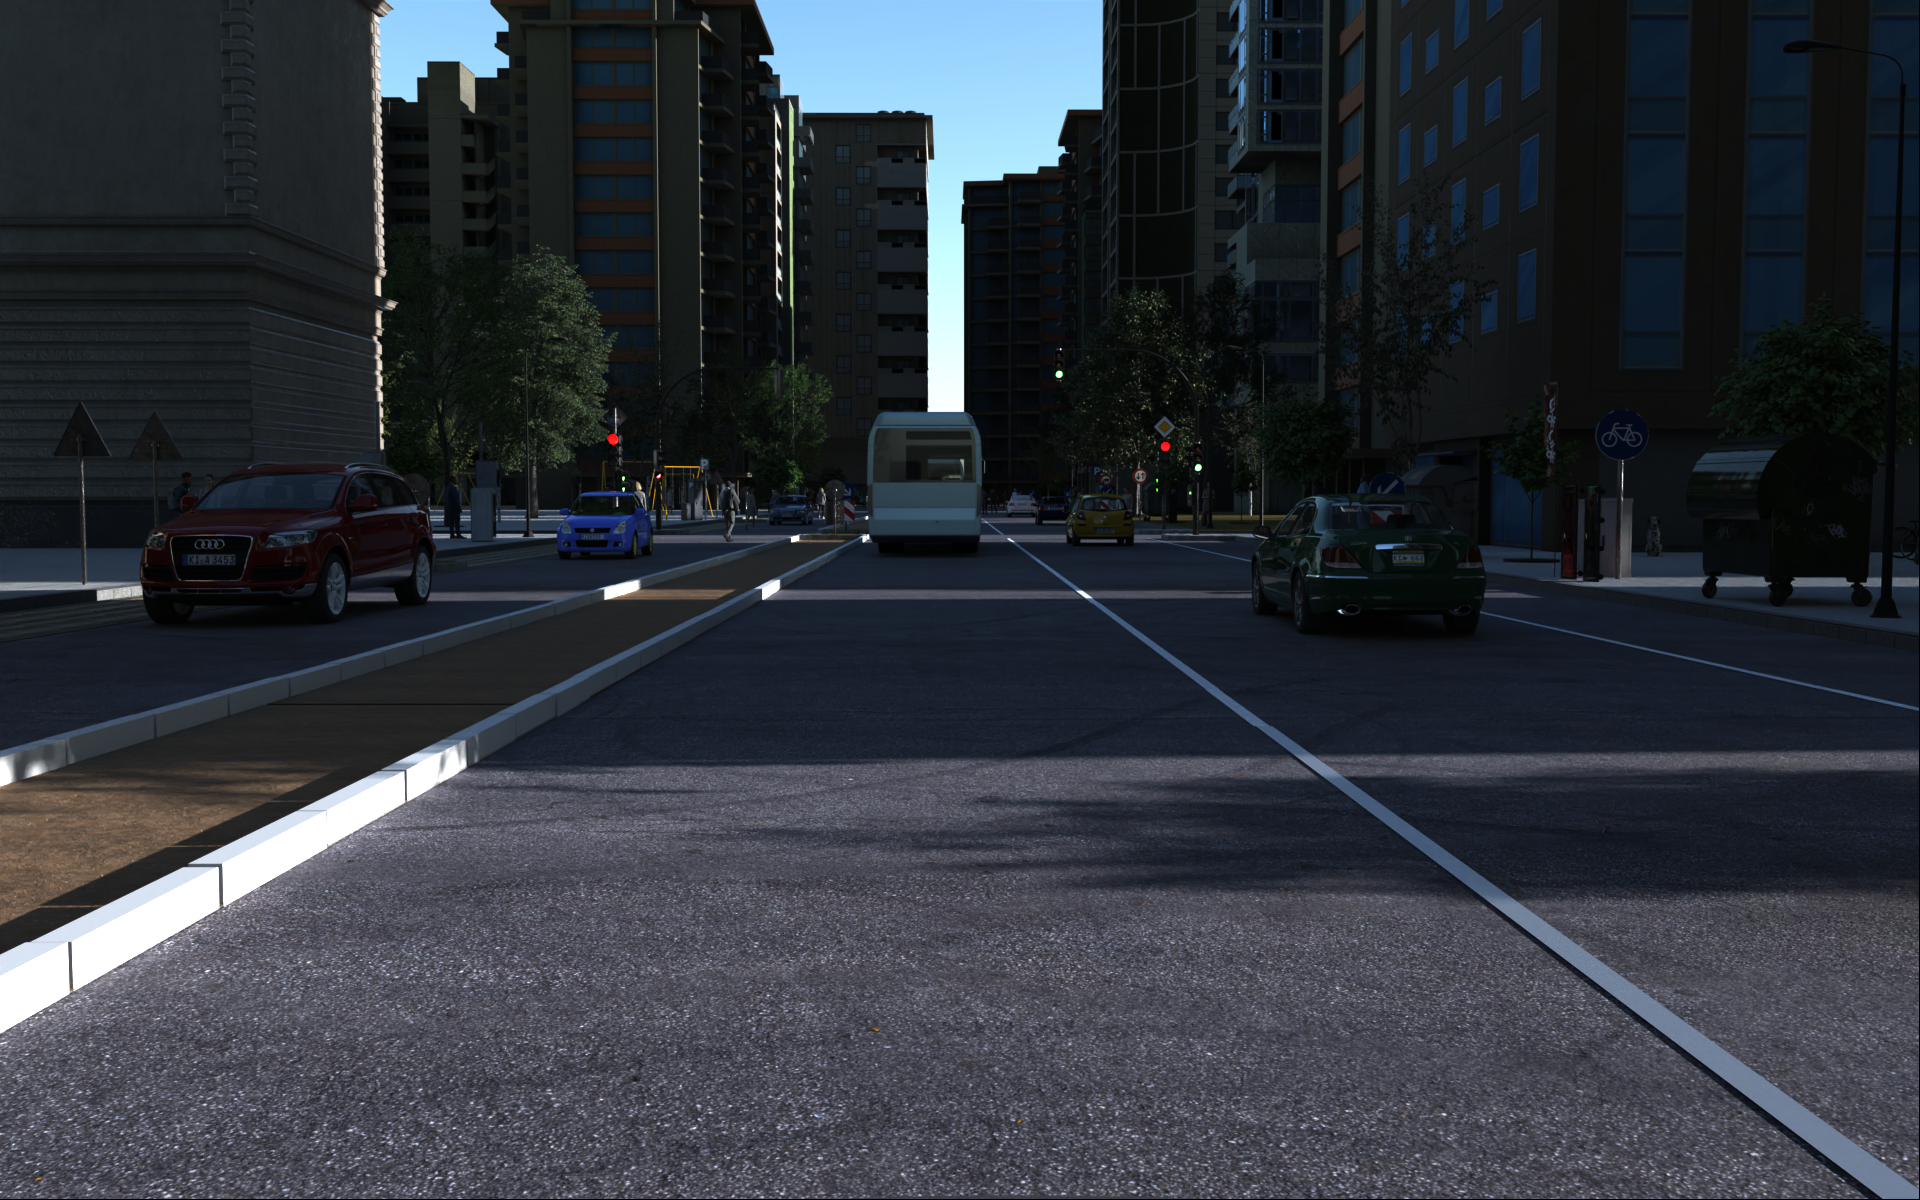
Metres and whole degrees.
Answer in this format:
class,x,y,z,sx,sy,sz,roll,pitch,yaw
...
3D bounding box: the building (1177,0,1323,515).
class,x,y,z,sx,sy,sz,roll,pitch,yaw
building,26.914,-49.292,118.595,22.319,86.520,31.000,0,4,0

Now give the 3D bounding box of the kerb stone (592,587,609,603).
class,x,y,z,sx,sy,sz,roll,pitch,yaw
kerb stone,-4.838,-0.043,22.916,0.120,0.150,1.000,0,4,0

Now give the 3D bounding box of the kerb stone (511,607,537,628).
class,x,y,z,sx,sy,sz,roll,pitch,yaw
kerb stone,-4.801,0.210,18.821,0.120,0.150,1.000,0,4,0

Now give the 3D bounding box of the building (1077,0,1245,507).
class,x,y,z,sx,sy,sz,roll,pitch,yaw
building,21.556,-43.784,154.125,20.563,71.187,20.611,0,4,0

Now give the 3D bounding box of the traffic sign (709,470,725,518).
class,x,y,z,sx,sy,sz,roll,pitch,yaw
traffic sign,-12.973,-5.649,92.363,0.884,2.594,0.081,0,4,5

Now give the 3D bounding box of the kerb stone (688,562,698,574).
class,x,y,z,sx,sy,sz,roll,pitch,yaw
kerb stone,-4.892,-0.547,31.135,0.120,0.150,1.000,0,4,0

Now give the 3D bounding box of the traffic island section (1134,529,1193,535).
class,x,y,z,sx,sy,sz,roll,pitch,yaw
traffic island section,7.373,-2.458,62.470,2.009,0.180,2.903,0,4,0

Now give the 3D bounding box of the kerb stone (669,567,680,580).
class,x,y,z,sx,sy,sz,roll,pitch,yaw
kerb stone,-4.882,-0.421,29.081,0.120,0.150,1.000,0,4,0

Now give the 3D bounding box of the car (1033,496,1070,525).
class,x,y,z,sx,sy,sz,roll,pitch,yaw
car,4.412,-4.183,80.972,1.945,1.354,3.894,0,4,1

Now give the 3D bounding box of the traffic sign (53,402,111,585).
class,x,y,z,sx,sy,sz,roll,pitch,yaw
traffic sign,-12.398,-1.495,24.455,0.884,2.594,0.081,1,4,9

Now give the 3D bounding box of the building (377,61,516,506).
class,x,y,z,sx,sy,sz,roll,pitch,yaw
building,-59.205,-35.193,199.114,21.600,48.544,21.300,0,4,0

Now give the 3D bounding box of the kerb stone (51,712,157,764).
class,x,y,z,sx,sy,sz,roll,pitch,yaw
kerb stone,-4.751,0.771,9.590,0.120,0.150,1.000,0,4,0

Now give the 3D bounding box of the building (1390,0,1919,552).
class,x,y,z,sx,sy,sz,roll,pitch,yaw
building,19.615,-24.054,43.402,14.600,45.320,14.200,0,4,0

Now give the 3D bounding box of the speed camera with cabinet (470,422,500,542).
class,x,y,z,sx,sy,sz,roll,pitch,yaw
speed camera with cabinet,-12.942,-3.235,47.234,0.660,3.252,2.038,-1,4,-9

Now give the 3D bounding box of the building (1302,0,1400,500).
class,x,y,z,sx,sy,sz,roll,pitch,yaw
building,29.152,-25.711,74.995,28.867,44.769,22.147,0,4,0

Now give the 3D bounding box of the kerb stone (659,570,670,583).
class,x,y,z,sx,sy,sz,roll,pitch,yaw
kerb stone,-4.875,-0.356,28.045,0.120,0.150,1.000,0,4,0

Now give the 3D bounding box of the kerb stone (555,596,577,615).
class,x,y,z,sx,sy,sz,roll,pitch,yaw
kerb stone,-4.815,0.083,20.864,0.120,0.150,1.000,0,4,0

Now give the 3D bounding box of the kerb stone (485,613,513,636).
class,x,y,z,sx,sy,sz,roll,pitch,yaw
kerb stone,-4.806,0.273,17.797,0.120,0.150,1.000,0,4,0

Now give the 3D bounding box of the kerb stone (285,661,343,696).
class,x,y,z,sx,sy,sz,roll,pitch,yaw
kerb stone,-4.762,0.590,12.656,0.120,0.150,1.000,0,4,0

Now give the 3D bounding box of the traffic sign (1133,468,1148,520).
class,x,y,z,sx,sy,sz,roll,pitch,yaw
traffic sign,8.916,-5.229,85.603,0.768,2.556,0.104,0,4,4

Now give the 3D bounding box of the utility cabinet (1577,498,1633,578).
class,x,y,z,sx,sy,sz,roll,pitch,yaw
utility cabinet,10.039,-0.971,27.041,0.306,1.237,1.020,-1,4,-16

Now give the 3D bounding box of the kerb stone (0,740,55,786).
class,x,y,z,sx,sy,sz,roll,pitch,yaw
kerb stone,-4.733,0.834,8.560,0.120,0.150,1.000,0,4,0

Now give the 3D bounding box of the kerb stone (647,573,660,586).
class,x,y,z,sx,sy,sz,roll,pitch,yaw
kerb stone,-4.868,-0.295,27.015,0.120,0.150,1.000,0,4,0

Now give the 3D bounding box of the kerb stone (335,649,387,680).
class,x,y,z,sx,sy,sz,roll,pitch,yaw
kerb stone,-4.772,0.525,13.682,0.120,0.150,1.000,0,4,0

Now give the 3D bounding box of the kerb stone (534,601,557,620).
class,x,y,z,sx,sy,sz,roll,pitch,yaw
kerb stone,-4.821,0.151,19.843,0.120,0.150,1.000,0,4,0

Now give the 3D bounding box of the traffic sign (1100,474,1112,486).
class,x,y,z,sx,sy,sz,roll,pitch,yaw
traffic sign,9.389,-6.817,111.560,0.768,2.556,0.104,1,4,9

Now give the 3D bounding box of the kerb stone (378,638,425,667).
class,x,y,z,sx,sy,sz,roll,pitch,yaw
kerb stone,-4.779,0.458,14.715,0.120,0.150,1.000,0,4,0

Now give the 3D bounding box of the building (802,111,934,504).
class,x,y,z,sx,sy,sz,roll,pitch,yaw
building,-15.195,-39.683,238.059,27.495,52.752,28.713,0,4,0

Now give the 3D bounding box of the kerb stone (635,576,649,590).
class,x,y,z,sx,sy,sz,roll,pitch,yaw
kerb stone,-4.856,-0.232,25.987,0.120,0.150,1.000,0,4,0

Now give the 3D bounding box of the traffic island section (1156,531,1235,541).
class,x,y,z,sx,sy,sz,roll,pitch,yaw
traffic island section,7.428,-1.970,54.485,2.009,0.180,2.903,0,4,0

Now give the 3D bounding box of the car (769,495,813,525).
class,x,y,z,sx,sy,sz,roll,pitch,yaw
car,-7.893,-4.238,81.293,2.014,1.417,4.499,0,4,1

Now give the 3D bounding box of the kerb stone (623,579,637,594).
class,x,y,z,sx,sy,sz,roll,pitch,yaw
kerb stone,-4.844,-0.164,24.963,0.120,0.150,1.000,0,4,0

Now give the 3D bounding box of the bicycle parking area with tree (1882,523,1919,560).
class,x,y,z,sx,sy,sz,roll,pitch,yaw
bicycle parking area with tree,22.338,-2.783,32.503,8.231,4.147,9.016,-1,4,-14

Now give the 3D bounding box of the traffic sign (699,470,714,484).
class,x,y,z,sx,sy,sz,roll,pitch,yaw
traffic sign,-13.249,-5.540,90.308,0.795,2.593,0.064,0,4,7

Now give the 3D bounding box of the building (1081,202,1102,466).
class,x,y,z,sx,sy,sz,roll,pitch,yaw
building,18.999,-24.582,173.616,14.160,30.474,14.107,0,4,0

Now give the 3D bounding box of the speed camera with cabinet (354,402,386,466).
class,x,y,z,sx,sy,sz,roll,pitch,yaw
speed camera with cabinet,-12.794,-2.656,37.769,0.660,3.252,2.038,-1,4,-12

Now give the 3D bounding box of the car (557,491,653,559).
class,x,y,z,sx,sy,sz,roll,pitch,yaw
car,-8.030,-1.817,39.305,1.945,1.707,3.694,0,4,-2

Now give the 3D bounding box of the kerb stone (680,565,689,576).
class,x,y,z,sx,sy,sz,roll,pitch,yaw
kerb stone,-4.887,-0.484,30.113,0.120,0.150,1.000,0,4,0

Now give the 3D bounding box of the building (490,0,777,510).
class,x,y,z,sx,sy,sz,roll,pitch,yaw
building,-27.974,-30.410,151.829,22.147,44.769,28.867,0,4,0

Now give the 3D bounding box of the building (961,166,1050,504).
class,x,y,z,sx,sy,sz,roll,pitch,yaw
building,13.015,-35.444,234.130,28.867,44.769,22.147,0,4,0

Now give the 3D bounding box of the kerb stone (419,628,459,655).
class,x,y,z,sx,sy,sz,roll,pitch,yaw
kerb stone,-4.781,0.396,15.746,0.120,0.150,1.000,0,4,0

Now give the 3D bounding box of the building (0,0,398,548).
class,x,y,z,sx,sy,sz,roll,pitch,yaw
building,-25.904,-13.216,44.961,19.941,23.489,11.050,0,4,0

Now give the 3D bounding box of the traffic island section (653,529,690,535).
class,x,y,z,sx,sy,sz,roll,pitch,yaw
traffic island section,-10.868,-2.451,62.350,2.009,0.180,2.903,0,4,0

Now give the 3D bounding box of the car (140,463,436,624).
class,x,y,z,sx,sy,sz,roll,pitch,yaw
car,-7.921,-0.744,20.842,2.281,1.827,5.304,0,4,0

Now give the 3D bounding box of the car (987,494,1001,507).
class,x,y,z,sx,sy,sz,roll,pitch,yaw
car,3.685,-11.709,200.478,2.155,1.783,4.494,0,4,1

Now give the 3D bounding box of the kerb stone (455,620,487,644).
class,x,y,z,sx,sy,sz,roll,pitch,yaw
kerb stone,-4.797,0.333,16.773,0.120,0.150,1.000,0,4,0

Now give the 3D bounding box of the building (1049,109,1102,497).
class,x,y,z,sx,sy,sz,roll,pitch,yaw
building,22.331,-33.079,195.470,22.147,44.769,28.867,0,4,0

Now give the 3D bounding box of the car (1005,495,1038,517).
class,x,y,z,sx,sy,sz,roll,pitch,yaw
car,3.858,-5.858,108.143,2.083,1.381,4.827,0,4,1

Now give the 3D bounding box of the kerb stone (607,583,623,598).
class,x,y,z,sx,sy,sz,roll,pitch,yaw
kerb stone,-4.843,-0.106,23.941,0.120,0.150,1.000,0,4,0

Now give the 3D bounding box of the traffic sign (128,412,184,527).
class,x,y,z,sx,sy,sz,roll,pitch,yaw
traffic sign,-12.718,-1.676,27.405,0.884,2.594,0.081,0,4,1

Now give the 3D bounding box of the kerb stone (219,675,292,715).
class,x,y,z,sx,sy,sz,roll,pitch,yaw
kerb stone,-4.759,0.646,11.634,0.120,0.150,1.000,0,4,0

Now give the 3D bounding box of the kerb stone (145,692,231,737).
class,x,y,z,sx,sy,sz,roll,pitch,yaw
kerb stone,-4.754,0.710,10.612,0.120,0.150,1.000,0,4,0

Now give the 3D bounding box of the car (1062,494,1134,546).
class,x,y,z,sx,sy,sz,roll,pitch,yaw
car,3.943,-2.381,49.148,2.015,1.641,3.980,0,4,0

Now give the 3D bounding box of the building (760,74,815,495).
class,x,y,z,sx,sy,sz,roll,pitch,yaw
building,-32.215,-35.361,197.752,30.456,49.044,23.786,0,4,0

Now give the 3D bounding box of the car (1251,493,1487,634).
class,x,y,z,sx,sy,sz,roll,pitch,yaw
car,4.396,-0.450,19.158,2.131,1.459,4.920,0,4,1

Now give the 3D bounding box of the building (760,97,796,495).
class,x,y,z,sx,sy,sz,roll,pitch,yaw
building,-24.218,-29.984,173.838,14.154,41.232,14.086,0,4,0

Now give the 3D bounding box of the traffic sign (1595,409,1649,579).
class,x,y,z,sx,sy,sz,roll,pitch,yaw
traffic sign,9.947,-1.590,26.107,0.768,2.556,0.104,1,4,8

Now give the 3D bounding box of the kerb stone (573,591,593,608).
class,x,y,z,sx,sy,sz,roll,pitch,yaw
kerb stone,-4.834,0.019,21.893,0.120,0.150,1.000,0,4,0

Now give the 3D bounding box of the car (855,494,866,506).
class,x,y,z,sx,sy,sz,roll,pitch,yaw
car,-11.660,-11.515,197.069,1.959,1.807,4.718,0,4,-1
